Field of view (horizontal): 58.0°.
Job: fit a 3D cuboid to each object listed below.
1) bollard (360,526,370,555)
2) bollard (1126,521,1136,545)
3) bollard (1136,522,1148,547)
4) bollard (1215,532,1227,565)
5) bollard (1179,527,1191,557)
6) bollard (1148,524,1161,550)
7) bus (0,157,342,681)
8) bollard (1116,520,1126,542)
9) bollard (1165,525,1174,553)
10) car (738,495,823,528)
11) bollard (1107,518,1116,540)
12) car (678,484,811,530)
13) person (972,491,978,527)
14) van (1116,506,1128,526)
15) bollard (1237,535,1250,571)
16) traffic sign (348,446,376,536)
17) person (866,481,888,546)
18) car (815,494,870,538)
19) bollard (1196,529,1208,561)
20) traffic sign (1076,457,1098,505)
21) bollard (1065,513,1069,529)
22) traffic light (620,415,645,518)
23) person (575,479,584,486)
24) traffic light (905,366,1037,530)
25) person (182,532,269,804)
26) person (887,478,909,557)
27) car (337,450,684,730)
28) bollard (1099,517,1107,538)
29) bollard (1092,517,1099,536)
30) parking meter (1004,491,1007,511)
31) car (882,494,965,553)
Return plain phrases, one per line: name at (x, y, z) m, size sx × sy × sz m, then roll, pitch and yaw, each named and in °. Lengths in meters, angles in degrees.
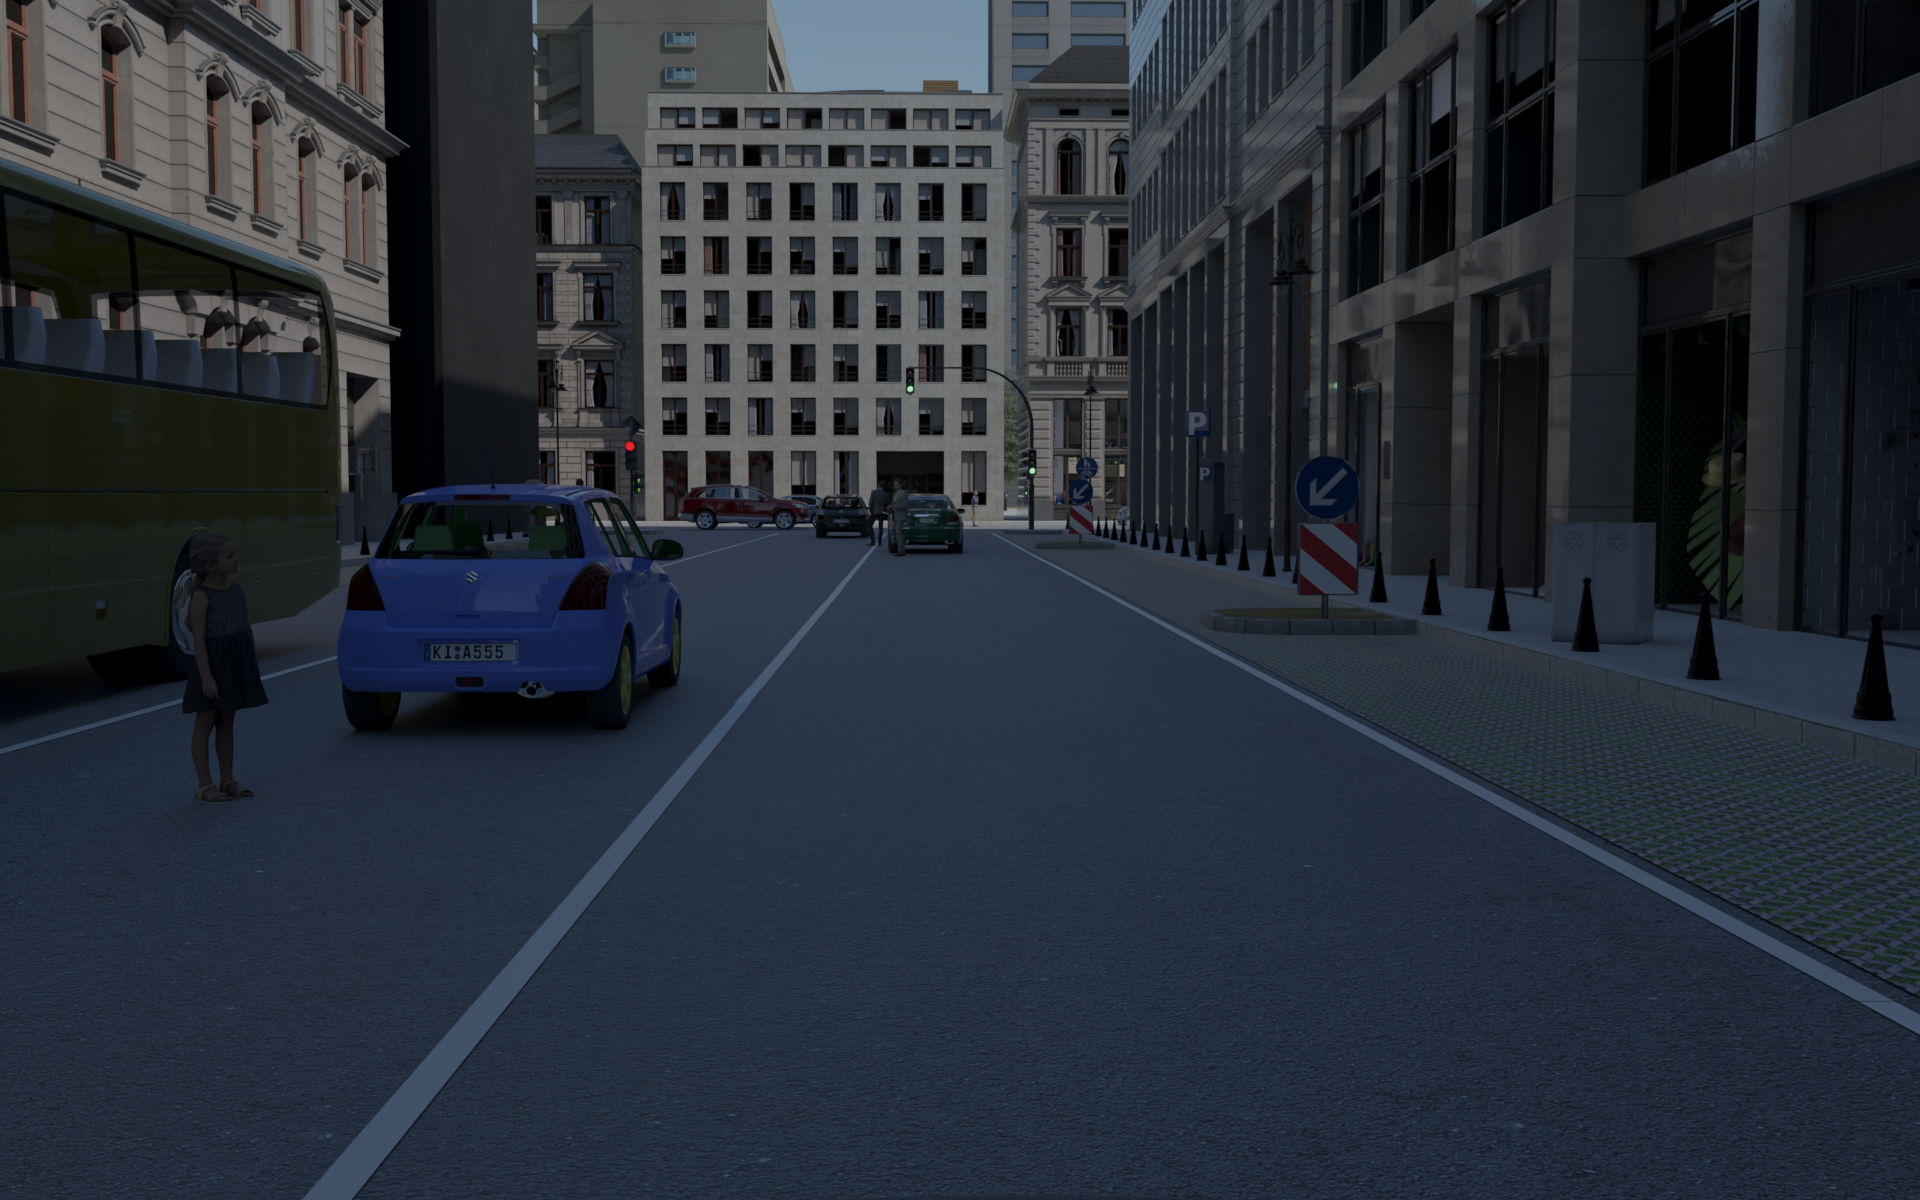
bollard at (-12.504, -1.244, 36.382) m, size 0.229 × 0.601 × 0.229 m, roll 0°, pitch 3°, yaw 0°
bollard at (4.407, -1.711, 44.013) m, size 0.229 × 0.601 × 0.229 m, roll 0°, pitch 3°, yaw 0°
bollard at (4.456, -1.580, 41.882) m, size 0.229 × 0.601 × 0.229 m, roll 0°, pitch 3°, yaw 0°
bollard at (4.706, -0.927, 31.197) m, size 0.229 × 0.601 × 0.229 m, roll 0°, pitch 3°, yaw 0°
bollard at (4.611, -1.188, 35.458) m, size 0.229 × 0.601 × 0.229 m, roll 0°, pitch 3°, yaw 0°
bollard at (4.506, -1.449, 39.734) m, size 0.229 × 0.601 × 0.229 m, roll 0°, pitch 3°, yaw 0°
bus at (-7.067, -1.157, 10.464) m, size 2.896 × 3.916 × 12.252 m, roll 0°, pitch 4°, yaw -1°
bollard at (4.352, -1.841, 46.139) m, size 0.229 × 0.601 × 0.229 m, roll 0°, pitch 3°, yaw 0°
bollard at (4.554, -1.318, 37.599) m, size 0.229 × 0.601 × 0.229 m, roll 0°, pitch 3°, yaw 0°
car at (-7.205, -3.766, 73.584) m, size 4.499 × 1.417 × 2.014 m, roll 0°, pitch 4°, yaw -1°
bollard at (4.303, -1.971, 48.268) m, size 0.229 × 0.601 × 0.229 m, roll 0°, pitch 3°, yaw 0°
car at (-8.688, -3.744, 69.885) m, size 5.304 × 1.827 × 2.281 m, roll 0°, pitch 4°, yaw -2°
person at (0.679, -4.014, 76.186) m, size 0.319 × 1.574 × 0.516 m, roll 1°, pitch 4°, yaw 10°
van at (8.025, -3.609, 66.024) m, size 4.112 × 2.044 × 2.013 m, roll 0°, pitch 4°, yaw -2°
bollard at (4.762, -0.796, 29.061) m, size 0.229 × 0.601 × 0.229 m, roll 0°, pitch 3°, yaw 0°
traffic sign at (-12.781, -2.136, 37.059) m, size 0.606 × 2.300 × 0.079 m, roll 0°, pitch 4°, yaw 6°
person at (-2.300, -2.404, 47.979) m, size 0.592 × 1.802 × 0.473 m, roll -1°, pitch 4°, yaw -11°
car at (-3.883, -2.939, 57.837) m, size 2.009 × 1.686 × 4.222 m, roll 0°, pitch 4°, yaw -1°
bollard at (4.657, -1.057, 33.322) m, size 0.229 × 0.601 × 0.229 m, roll 0°, pitch 3°, yaw 0°
traffic sign at (4.319, -3.607, 59.078) m, size 0.768 × 2.556 × 0.104 m, roll 0°, pitch 4°, yaw 0°
bollard at (3.948, -2.884, 63.197) m, size 0.229 × 0.601 × 0.229 m, roll 0°, pitch 3°, yaw 0°
traffic light at (-11.670, -4.448, 61.641) m, size 0.839 × 4.253 × 0.868 m, roll 0°, pitch 4°, yaw -1°
person at (-9.131, -2.018, 41.682) m, size 0.466 × 1.800 × 0.511 m, roll 3°, pitch 5°, yaw 40°
traffic light at (0.448, -5.329, 61.803) m, size 4.771 × 5.953 × 1.251 m, roll 0°, pitch 4°, yaw -1°
person at (-3.436, 0.309, 8.117) m, size 0.373 × 1.253 × 0.362 m, roll 2°, pitch 4°, yaw 24°
person at (-1.474, -1.908, 39.892) m, size 0.583 × 1.804 × 0.606 m, roll -3°, pitch 4°, yaw -36°
car at (-2.910, -0.137, 11.833) m, size 1.945 × 1.707 × 3.694 m, roll 0°, pitch 4°, yaw -2°
bollard at (4.253, -2.102, 50.404) m, size 0.229 × 0.601 × 0.229 m, roll 0°, pitch 3°, yaw 0°
bollard at (4.202, -2.232, 52.530) m, size 0.229 × 0.601 × 0.229 m, roll 0°, pitch 3°, yaw 0°
parking meter at (3.400, -7.532, 131.566) m, size 0.372 × 1.533 × 0.369 m, roll 0°, pitch 3°, yaw 0°
car at (-0.899, -1.938, 43.482) m, size 2.131 × 1.459 × 4.920 m, roll 0°, pitch 4°, yaw -3°
